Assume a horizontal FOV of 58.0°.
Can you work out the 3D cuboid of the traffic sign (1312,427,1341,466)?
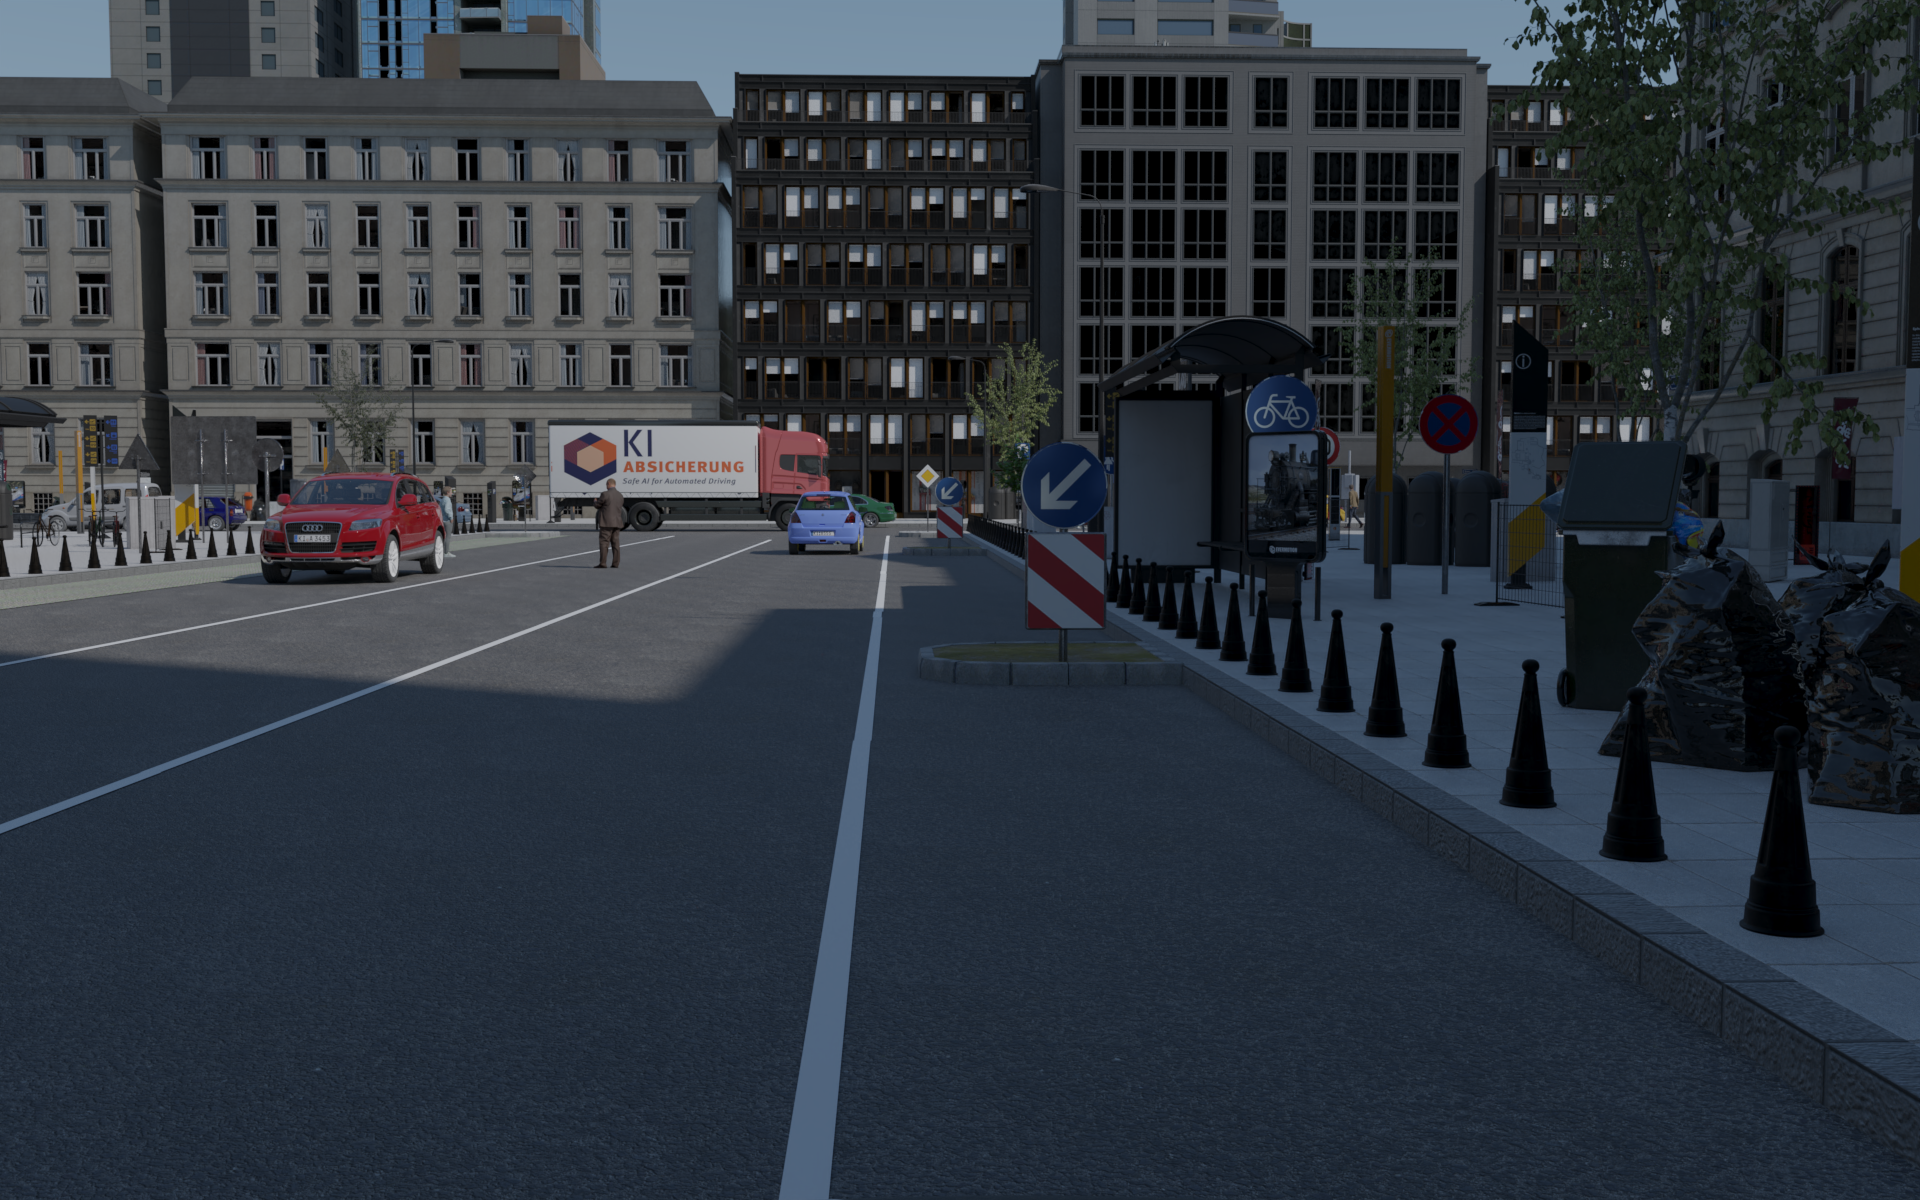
[{"bbox_3d":[6.804,-2.001,32.821,0.768,2.556,0.104,0,4,7],"label":"traffic sign"}]

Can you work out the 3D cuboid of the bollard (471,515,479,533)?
[{"bbox_3d":[-15.970,-2.485,56.669,0.229,0.601,0.229,0,3,0],"label":"bollard"}]

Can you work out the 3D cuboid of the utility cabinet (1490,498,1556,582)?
[{"bbox_3d":[8.279,-0.874,25.455,1.020,1.237,0.306,-2,4,-25],"label":"utility cabinet"}]

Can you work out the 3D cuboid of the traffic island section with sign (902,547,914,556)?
[{"bbox_3d":[-0.380,-1.990,41.166,1.989,1.847,2.006,0,4,-2],"label":"traffic island section with sign"}]

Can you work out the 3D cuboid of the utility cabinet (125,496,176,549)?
[{"bbox_3d":[-18.993,-1.804,40.658,1.020,1.237,0.306,-3,5,-42],"label":"utility cabinet"}]

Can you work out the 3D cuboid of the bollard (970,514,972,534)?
[{"bbox_3d":[0.510,-2.356,54.565,0.229,0.601,0.229,0,3,0],"label":"bollard"}]

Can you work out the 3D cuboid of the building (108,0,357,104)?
[{"bbox_3d":[-77.522,-45.931,189.221,20.611,71.187,20.563,0,4,-2],"label":"building"}]

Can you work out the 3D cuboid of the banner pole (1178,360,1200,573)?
[{"bbox_3d":[3.691,-2.350,28.444,0.401,3.779,0.863,-1,4,-10],"label":"banner pole"}]

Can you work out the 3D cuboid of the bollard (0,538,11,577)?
[{"bbox_3d":[-14.812,-0.657,26.776,0.229,0.601,0.229,0,3,0],"label":"bollard"}]

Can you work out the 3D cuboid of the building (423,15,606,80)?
[{"bbox_3d":[-41.997,-31.600,166.775,14.600,45.320,14.200,0,4,-2],"label":"building"}]

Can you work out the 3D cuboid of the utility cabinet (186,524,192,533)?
[{"bbox_3d":[-25.893,-2.808,57.076,1.020,1.237,0.306,-3,4,-38],"label":"utility cabinet"}]

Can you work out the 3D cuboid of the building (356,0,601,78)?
[{"bbox_3d":[-51.683,-53.561,188.392,31.000,86.520,22.319,0,4,-2],"label":"building"}]

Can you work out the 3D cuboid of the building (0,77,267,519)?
[{"bbox_3d":[-57.146,-16.099,96.497,30.059,22.955,16.112,0,4,-2],"label":"building"}]

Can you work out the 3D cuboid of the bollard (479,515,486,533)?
[{"bbox_3d":[-16.008,-2.548,57.695,0.229,0.601,0.229,0,3,0],"label":"bollard"}]

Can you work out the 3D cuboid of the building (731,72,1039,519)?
[{"bbox_3d":[-4.061,-16.263,95.573,15.834,23.373,12.332,0,4,-2],"label":"building"}]

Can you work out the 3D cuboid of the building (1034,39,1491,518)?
[{"bbox_3d":[15.904,-18.591,97.469,24.014,27.812,14.314,0,4,-2],"label":"building"}]

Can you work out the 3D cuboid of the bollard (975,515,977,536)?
[{"bbox_3d":[0.629,-2.167,51.473,0.229,0.601,0.229,0,3,0],"label":"bollard"}]

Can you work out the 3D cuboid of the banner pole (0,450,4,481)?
[{"bbox_3d":[-47.781,-5.869,85.967,0.863,3.779,0.401,1,4,12],"label":"banner pole"}]

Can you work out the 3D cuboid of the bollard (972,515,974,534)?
[{"bbox_3d":[0.554,-2.293,53.539,0.229,0.601,0.229,0,3,0],"label":"bollard"}]

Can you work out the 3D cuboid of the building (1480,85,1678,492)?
[{"bbox_3d":[35.842,-16.412,98.018,15.834,23.373,12.332,0,4,-2],"label":"building"}]

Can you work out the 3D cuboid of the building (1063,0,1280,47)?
[{"bbox_3d":[20.869,-38.749,175.546,21.231,58.520,28.212,0,4,-2],"label":"building"}]

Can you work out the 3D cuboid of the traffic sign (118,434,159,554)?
[{"bbox_3d":[-17.690,-2.282,37.314,0.884,2.594,0.081,0,4,0],"label":"traffic sign"}]

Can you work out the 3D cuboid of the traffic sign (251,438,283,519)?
[{"bbox_3d":[-15.727,-2.399,39.328,0.768,2.556,0.104,0,4,7],"label":"traffic sign"}]

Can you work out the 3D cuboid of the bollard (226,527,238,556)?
[{"bbox_3d":[-15.173,-1.225,36.066,0.229,0.601,0.229,0,3,0],"label":"bollard"}]

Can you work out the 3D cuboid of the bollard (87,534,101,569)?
[{"bbox_3d":[-14.931,-0.845,29.853,0.229,0.601,0.229,0,3,0],"label":"bollard"}]

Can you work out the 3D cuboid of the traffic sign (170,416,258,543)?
[{"bbox_3d":[-19.485,-3.142,45.247,2.265,3.308,0.079,0,4,2],"label":"traffic sign"}]

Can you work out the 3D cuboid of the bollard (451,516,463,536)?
[{"bbox_3d":[-15.883,-2.358,54.600,0.229,0.601,0.229,0,3,0],"label":"bollard"}]

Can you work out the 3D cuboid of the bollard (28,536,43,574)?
[{"bbox_3d":[-14.854,-0.719,27.802,0.229,0.601,0.229,0,3,0],"label":"bollard"}]

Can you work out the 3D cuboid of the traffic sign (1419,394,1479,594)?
[{"bbox_3d":[6.216,-1.347,22.131,0.768,2.556,0.104,0,4,-1],"label":"traffic sign"}]

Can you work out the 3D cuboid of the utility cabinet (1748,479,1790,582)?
[{"bbox_3d":[11.901,-1.025,25.442,0.318,1.500,1.173,3,4,37],"label":"utility cabinet"}]

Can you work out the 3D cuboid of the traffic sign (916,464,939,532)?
[{"bbox_3d":[-1.091,-3.358,58.549,0.795,2.450,0.064,0,4,-2],"label":"traffic sign"}]

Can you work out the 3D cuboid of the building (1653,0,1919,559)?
[{"bbox_3d":[24.007,-12.748,27.522,14.460,24.649,34.723,0,4,-2],"label":"building"}]

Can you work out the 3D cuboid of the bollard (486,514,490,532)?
[{"bbox_3d":[-16.049,-2.611,58.724,0.229,0.601,0.229,0,3,0],"label":"bollard"}]

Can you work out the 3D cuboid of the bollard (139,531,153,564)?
[{"bbox_3d":[-15.013,-0.972,31.928,0.229,0.601,0.229,0,3,0],"label":"bollard"}]

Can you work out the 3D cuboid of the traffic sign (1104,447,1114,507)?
[{"bbox_3d":[3.946,-2.752,45.105,0.768,2.556,0.104,0,4,-1],"label":"traffic sign"}]

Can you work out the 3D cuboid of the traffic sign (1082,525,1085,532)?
[{"bbox_3d":[3.608,-3.090,50.521,0.884,2.594,0.081,0,4,2],"label":"traffic sign"}]

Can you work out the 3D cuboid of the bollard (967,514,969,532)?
[{"bbox_3d":[0.433,-2.482,56.627,0.229,0.601,0.229,0,3,0],"label":"bollard"}]

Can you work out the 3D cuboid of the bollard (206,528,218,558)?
[{"bbox_3d":[-15.132,-1.162,35.036,0.229,0.601,0.229,0,3,0],"label":"bollard"}]

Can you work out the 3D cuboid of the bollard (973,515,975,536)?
[{"bbox_3d":[0.590,-2.230,52.510,0.229,0.601,0.229,0,3,0],"label":"bollard"}]

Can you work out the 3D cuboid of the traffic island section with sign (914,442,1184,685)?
[{"bbox_3d":[0.660,-0.325,13.939,1.989,1.847,2.006,0,4,-2],"label":"traffic island section with sign"}]

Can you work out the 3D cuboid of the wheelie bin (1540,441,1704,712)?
[{"bbox_3d":[3.976,-0.153,10.407,0.980,1.594,0.693,2,4,35],"label":"wheelie bin"}]

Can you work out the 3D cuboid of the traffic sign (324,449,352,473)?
[{"bbox_3d":[-17.872,-3.043,49.760,0.884,2.594,0.081,0,4,1],"label":"traffic sign"}]

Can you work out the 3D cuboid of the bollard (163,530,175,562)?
[{"bbox_3d":[-15.052,-1.035,32.957,0.229,0.601,0.229,0,3,0],"label":"bollard"}]

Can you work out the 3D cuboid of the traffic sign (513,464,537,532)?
[{"bbox_3d":[-14.576,-3.328,58.050,0.795,2.450,0.064,0,4,-2],"label":"traffic sign"}]

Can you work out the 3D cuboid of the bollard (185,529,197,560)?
[{"bbox_3d":[-15.094,-1.098,33.993,0.229,0.601,0.229,0,3,0],"label":"bollard"}]

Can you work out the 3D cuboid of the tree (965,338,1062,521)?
[{"bbox_3d":[2.650,-8.020,81.488,4.737,8.622,4.395,0,3,0],"label":"tree"}]

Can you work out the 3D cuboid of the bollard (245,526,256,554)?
[{"bbox_3d":[-15.211,-1.287,37.091,0.229,0.601,0.229,0,3,0],"label":"bollard"}]

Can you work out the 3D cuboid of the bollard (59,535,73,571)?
[{"bbox_3d":[-14.894,-0.782,28.828,0.229,0.601,0.229,0,3,0],"label":"bollard"}]

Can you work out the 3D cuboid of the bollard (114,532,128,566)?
[{"bbox_3d":[-14.971,-0.908,30.887,0.229,0.601,0.229,0,3,0],"label":"bollard"}]

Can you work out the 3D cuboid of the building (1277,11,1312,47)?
[{"bbox_3d":[41.855,-50.260,259.995,20.611,71.187,20.563,0,4,-2],"label":"building"}]

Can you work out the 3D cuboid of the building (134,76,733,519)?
[{"bbox_3d":[-27.093,-16.143,97.214,30.059,22.955,16.112,0,4,-2],"label":"building"}]

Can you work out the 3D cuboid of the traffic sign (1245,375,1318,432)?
[{"bbox_3d":[3.441,-1.133,18.635,0.768,2.556,0.104,0,4,2],"label":"traffic sign"}]

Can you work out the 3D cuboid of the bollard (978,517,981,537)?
[{"bbox_3d":[0.715,-2.040,49.403,0.229,0.601,0.229,0,3,0],"label":"bollard"}]

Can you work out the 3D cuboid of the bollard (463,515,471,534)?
[{"bbox_3d":[-15.927,-2.421,55.631,0.229,0.601,0.229,0,3,0],"label":"bollard"}]

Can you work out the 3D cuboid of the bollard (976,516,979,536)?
[{"bbox_3d":[0.673,-2.104,50.447,0.229,0.601,0.229,0,3,0],"label":"bollard"}]

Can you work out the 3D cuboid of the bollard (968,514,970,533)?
[{"bbox_3d":[0.472,-2.420,55.601,0.229,0.601,0.229,0,3,0],"label":"bollard"}]

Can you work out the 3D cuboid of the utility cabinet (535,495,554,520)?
[{"bbox_3d":[-20.186,-4.485,84.488,1.020,1.237,0.306,-3,5,-39],"label":"utility cabinet"}]
